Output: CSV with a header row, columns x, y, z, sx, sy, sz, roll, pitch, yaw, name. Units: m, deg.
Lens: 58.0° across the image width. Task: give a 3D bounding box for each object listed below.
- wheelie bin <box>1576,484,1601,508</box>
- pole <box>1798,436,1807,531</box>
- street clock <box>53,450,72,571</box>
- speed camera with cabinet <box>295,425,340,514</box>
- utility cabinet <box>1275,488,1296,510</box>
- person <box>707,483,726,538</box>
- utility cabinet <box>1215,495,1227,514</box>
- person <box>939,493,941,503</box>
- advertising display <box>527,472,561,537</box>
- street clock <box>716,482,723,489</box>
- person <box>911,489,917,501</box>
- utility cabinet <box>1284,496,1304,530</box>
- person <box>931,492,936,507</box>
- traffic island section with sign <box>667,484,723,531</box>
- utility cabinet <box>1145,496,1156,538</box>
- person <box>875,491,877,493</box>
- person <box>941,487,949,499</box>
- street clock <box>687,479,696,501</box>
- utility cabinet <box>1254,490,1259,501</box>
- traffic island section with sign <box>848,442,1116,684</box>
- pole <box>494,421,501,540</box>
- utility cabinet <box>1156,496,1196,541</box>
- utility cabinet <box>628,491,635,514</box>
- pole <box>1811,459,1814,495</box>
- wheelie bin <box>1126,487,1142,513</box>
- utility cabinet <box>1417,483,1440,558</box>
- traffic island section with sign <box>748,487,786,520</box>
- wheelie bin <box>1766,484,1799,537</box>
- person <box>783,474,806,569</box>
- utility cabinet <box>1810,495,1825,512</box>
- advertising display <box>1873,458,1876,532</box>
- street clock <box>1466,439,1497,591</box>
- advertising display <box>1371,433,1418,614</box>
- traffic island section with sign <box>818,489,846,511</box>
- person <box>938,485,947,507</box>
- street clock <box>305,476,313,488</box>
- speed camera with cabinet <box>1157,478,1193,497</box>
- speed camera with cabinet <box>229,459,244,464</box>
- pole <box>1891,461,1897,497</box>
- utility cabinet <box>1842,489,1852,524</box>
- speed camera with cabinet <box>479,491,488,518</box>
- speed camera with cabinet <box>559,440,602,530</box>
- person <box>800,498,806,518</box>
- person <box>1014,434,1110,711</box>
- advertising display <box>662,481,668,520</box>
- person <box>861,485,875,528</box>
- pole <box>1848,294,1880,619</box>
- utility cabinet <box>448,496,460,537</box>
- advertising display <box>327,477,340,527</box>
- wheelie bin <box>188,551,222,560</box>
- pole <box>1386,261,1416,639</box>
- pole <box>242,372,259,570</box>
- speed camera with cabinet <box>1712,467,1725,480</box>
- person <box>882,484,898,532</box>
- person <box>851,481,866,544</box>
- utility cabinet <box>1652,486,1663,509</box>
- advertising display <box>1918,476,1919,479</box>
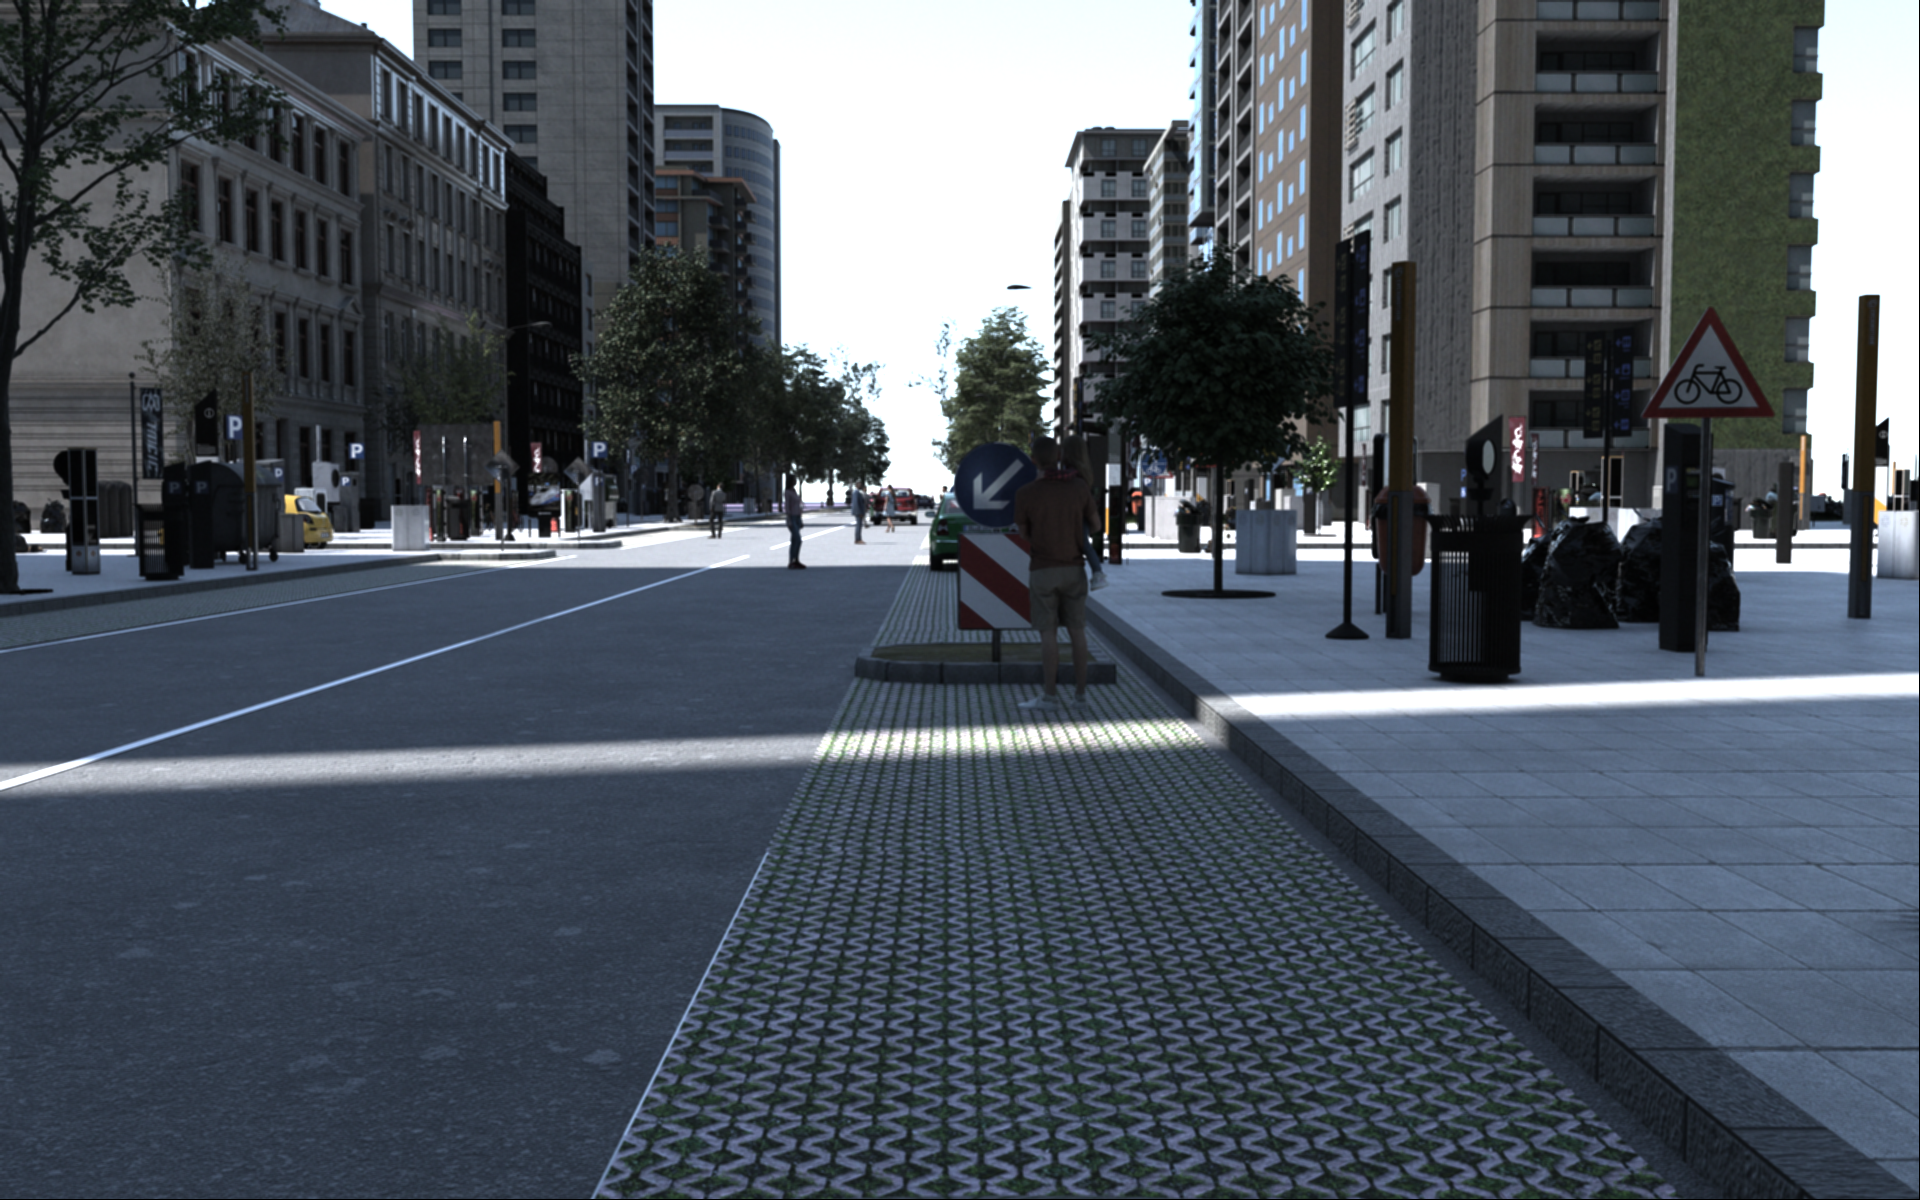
x,y,z,sx,sy,sz,roll,pitch,yaw,name
19.976,-2.873,54.878,0.980,1.594,0.693,3,4,36,wheelie bin
29.428,-4.076,60.485,0.158,3.312,0.155,0,3,0,pole
-14.807,-1.488,28.895,0.471,2.002,0.358,0,4,-2,street clock
-18.181,-3.344,49.017,0.660,3.252,2.038,0,4,0,speed camera with cabinet
12.955,-3.691,69.028,0.318,1.500,1.173,3,4,38,utility cabinet
-7.875,-2.900,56.094,0.592,1.802,0.473,-1,4,-21,person
14.149,-4.966,92.358,1.020,1.237,0.306,2,4,29,utility cabinet
-2.981,-15.572,264.578,0.415,1.643,0.593,1,4,18,person
-12.298,-2.815,51.247,0.974,1.923,0.123,-1,4,-14,advertising display
-13.370,-5.606,96.230,0.471,2.002,0.358,-1,4,-13,street clock
-3.346,-6.826,120.374,0.678,1.792,0.850,-1,4,-13,person
11.928,-3.093,61.733,0.306,1.237,1.020,3,5,44,utility cabinet
-2.985,-11.386,195.601,0.436,1.711,0.756,-1,4,-12,person
-10.411,-3.645,68.227,1.989,1.847,2.006,0,4,0,traffic island section with sign
5.947,-2.442,51.082,1.020,1.237,0.306,3,5,42,utility cabinet
-9.947,-12.083,206.066,0.705,1.823,1.348,2,4,35,person
-0.673,-4.633,84.210,0.622,1.834,0.822,2,4,34,person
-13.268,-4.958,85.625,0.358,2.002,0.471,1,4,16,street clock
14.303,-4.655,84.793,0.318,1.500,1.173,0,4,-6,utility cabinet
0.172,-0.323,13.915,1.989,1.847,2.006,0,4,0,traffic island section with sign
-12.926,-3.342,48.485,0.158,3.312,0.155,0,3,0,pole
5.983,-2.229,47.601,1.020,1.237,0.306,3,5,39,utility cabinet
-20.866,-6.316,111.953,1.173,1.500,0.318,0,4,7,utility cabinet
49.440,-6.529,100.595,0.158,3.312,0.155,0,3,0,pole
8.319,-4.538,82.106,0.693,1.594,0.980,3,5,45,wheelie bin
9.221,-1.593,34.727,0.318,1.500,1.173,-1,4,-11,utility cabinet
-10.595,-5.294,95.182,1.989,1.847,2.006,0,4,0,traffic island section with sign
24.806,-2.717,52.330,0.980,1.594,0.693,-1,4,-14,wheelie bin
-3.170,-1.499,33.022,0.388,1.821,0.555,1,4,11,person
46.963,-5.138,95.170,1.020,1.237,0.306,0,4,-2,utility cabinet
16.254,-1.576,30.977,0.123,1.923,0.974,2,4,31,advertising display
6.860,-1.117,22.836,0.358,2.002,0.471,3,5,41,street clock
4.713,-0.830,18.783,0.123,1.923,0.974,3,4,36,advertising display
-10.946,-8.439,146.599,1.989,1.847,2.006,0,4,0,traffic island section with sign
-0.579,-3.893,72.420,0.850,1.792,0.678,-1,4,-9,person
-25.375,-3.862,67.720,0.358,2.002,0.471,0,4,5,street clock
10.748,-5.696,87.464,2.038,3.252,0.660,0,4,5,speed camera with cabinet
-19.327,-3.183,46.386,0.660,3.252,2.038,-2,4,-30,speed camera with cabinet
57.552,-6.906,106.748,0.158,3.312,0.155,0,3,0,pole
37.955,-3.942,73.128,1.173,1.500,0.318,1,4,14,utility cabinet
-24.515,-5.888,90.612,0.660,3.252,2.038,2,4,32,speed camera with cabinet
-13.662,-4.149,62.168,0.660,3.252,2.038,2,4,25,speed camera with cabinet
-9.515,-5.523,103.810,0.505,1.210,0.382,-2,4,-26,person
0.687,-0.185,11.505,0.573,1.828,0.580,2,4,31,person
-14.379,-4.896,85.255,0.123,1.923,0.974,1,4,18,advertising display
-4.044,-3.923,72.918,0.850,1.792,0.678,3,5,40,person
9.302,-1.466,17.817,0.158,3.312,0.155,0,3,0,pole
-15.095,-2.480,51.717,0.306,1.237,1.020,-1,4,-14,utility cabinet
-23.762,-3.718,66.001,0.974,1.923,0.123,1,4,16,advertising display
-14.792,-1.599,34.054,0.693,1.594,0.980,0,4,-7,wheelie bin
3.904,-1.314,15.321,0.158,3.312,0.155,0,3,0,pole
-11.908,-2.153,29.047,0.158,3.312,0.155,0,3,0,pole
47.127,-6.922,107.506,2.038,3.252,0.660,-1,4,-18,speed camera with cabinet
-2.574,-3.435,64.763,0.616,1.811,0.778,-2,4,-29,person
-2.923,-2.521,49.906,0.419,1.800,0.721,0,4,-5,person
20.276,-2.475,49.137,1.173,1.500,0.318,1,4,23,utility cabinet
33.754,-3.368,60.276,0.974,1.923,0.123,-1,4,-13,advertising display
